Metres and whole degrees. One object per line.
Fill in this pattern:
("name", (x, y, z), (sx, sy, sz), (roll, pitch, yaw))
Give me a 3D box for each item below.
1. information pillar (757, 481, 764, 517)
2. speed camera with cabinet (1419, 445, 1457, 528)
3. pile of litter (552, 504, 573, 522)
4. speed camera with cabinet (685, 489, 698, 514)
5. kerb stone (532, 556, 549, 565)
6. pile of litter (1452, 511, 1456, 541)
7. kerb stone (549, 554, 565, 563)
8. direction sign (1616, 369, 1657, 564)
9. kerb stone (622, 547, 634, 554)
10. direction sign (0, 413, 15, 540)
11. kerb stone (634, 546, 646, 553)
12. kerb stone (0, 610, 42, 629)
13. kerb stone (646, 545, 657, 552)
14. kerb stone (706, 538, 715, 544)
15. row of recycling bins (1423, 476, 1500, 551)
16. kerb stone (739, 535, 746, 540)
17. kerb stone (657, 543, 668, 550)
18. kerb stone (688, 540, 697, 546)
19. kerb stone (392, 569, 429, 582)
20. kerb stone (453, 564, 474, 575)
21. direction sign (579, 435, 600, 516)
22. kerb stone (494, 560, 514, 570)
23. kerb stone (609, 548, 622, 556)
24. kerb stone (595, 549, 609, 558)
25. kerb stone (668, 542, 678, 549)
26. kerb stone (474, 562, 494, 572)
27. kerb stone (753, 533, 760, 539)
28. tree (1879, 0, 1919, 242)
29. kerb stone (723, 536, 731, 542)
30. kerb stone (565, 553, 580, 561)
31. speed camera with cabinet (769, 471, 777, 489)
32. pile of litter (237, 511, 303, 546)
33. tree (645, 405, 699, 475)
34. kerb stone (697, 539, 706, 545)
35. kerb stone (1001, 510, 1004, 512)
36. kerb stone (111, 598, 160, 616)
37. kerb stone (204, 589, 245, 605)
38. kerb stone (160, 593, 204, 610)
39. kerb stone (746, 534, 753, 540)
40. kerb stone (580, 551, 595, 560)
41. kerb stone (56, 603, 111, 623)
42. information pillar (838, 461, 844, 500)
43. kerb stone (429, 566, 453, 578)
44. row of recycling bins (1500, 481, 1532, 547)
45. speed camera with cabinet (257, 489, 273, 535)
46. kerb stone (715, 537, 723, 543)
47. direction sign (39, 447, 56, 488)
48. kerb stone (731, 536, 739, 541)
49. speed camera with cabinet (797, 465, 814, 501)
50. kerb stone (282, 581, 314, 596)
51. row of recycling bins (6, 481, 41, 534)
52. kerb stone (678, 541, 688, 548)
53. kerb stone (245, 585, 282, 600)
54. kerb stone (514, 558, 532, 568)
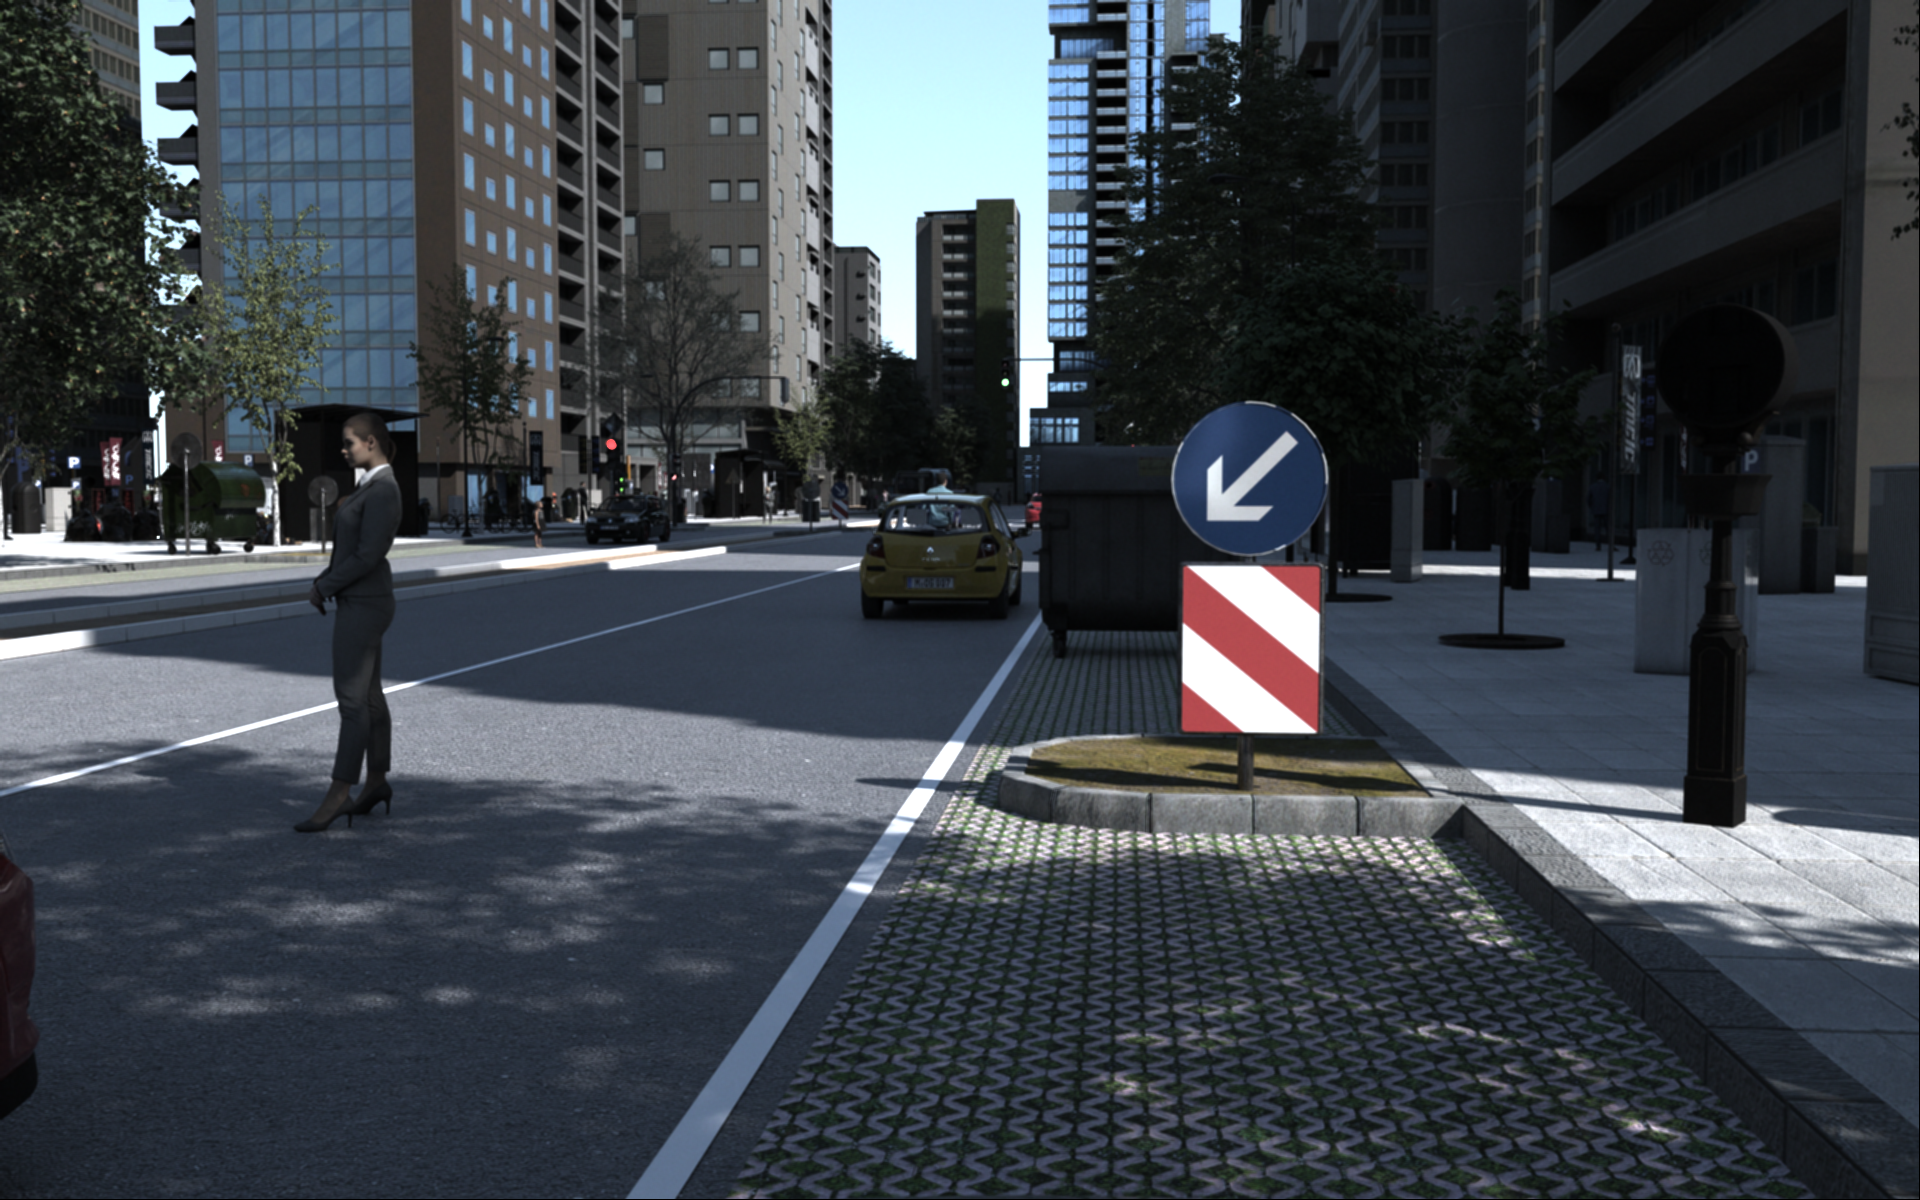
("information pillar", (-11.275, -5.717, 97.968), (0.304, 2.012, 0.304), (2, 4, 32))
("speed camera with cabinet", (17.655, -4.266, 64.086), (2.038, 3.252, 0.660), (1, 4, 11))
("pile of litter", (-18.341, -3.995, 79.283), (1.176, 0.858, 1.719), (-1, 4, -22))
("speed camera with cabinet", (-17.487, -7.193, 111.937), (0.660, 3.252, 2.038), (-3, 4, -37))
("kerb stone", (-8.558, -0.776, 34.922), (0.120, 0.150, 1.000), (0, 4, 5))
("pile of litter", (13.871, -2.070, 47.804), (1.719, 0.858, 1.176), (1, 4, 17))
("kerb stone", (-8.462, -0.839, 35.939), (0.120, 0.150, 1.000), (0, 4, 5))
("direction sign", (12.297, -2.426, 31.660), (0.379, 3.537, 0.876), (-3, 4, -36))
("kerb stone", (-7.983, -1.151, 41.037), (0.120, 0.150, 1.000), (0, 4, 5))
("direction sign", (-26.640, -3.441, 48.257), (0.876, 3.537, 0.379), (1, 4, 20))
("kerb stone", (-7.887, -1.214, 42.055), (0.120, 0.150, 1.000), (0, 4, 5))
("kerb stone", (-10.102, 0.220, 18.598), (0.120, 0.150, 1.000), (0, 4, 5))
("kerb stone", (-7.789, -1.277, 43.079), (0.120, 0.150, 1.000), (0, 4, 5))
("kerb stone", (-7.211, -1.652, 49.211), (0.120, 0.150, 1.000), (0, 4, 5))
("row of recycling bins", (10.420, -2.000, 39.811), (3.534, 1.692, 1.069), (2, 4, 27))
("kerb stone", (-6.827, -1.899, 53.292), (0.120, 0.150, 1.000), (0, 4, 5))
("kerb stone", (-7.697, -1.333, 44.106), (0.120, 0.150, 1.000), (0, 4, 5))
("kerb stone", (-7.412, -1.522, 47.175), (0.120, 0.150, 1.000), (0, 4, 5))
("kerb stone", (-9.132, -0.404, 28.808), (0.120, 0.150, 1.000), (0, 4, 5))
("kerb stone", (-8.944, -0.526, 30.845), (0.120, 0.150, 1.000), (0, 4, 5))
("direction sign", (-14.342, -4.592, 67.069), (0.876, 3.537, 0.379), (-3, 5, -40))
("kerb stone", (-8.754, -0.654, 32.887), (0.120, 0.150, 1.000), (0, 4, 5))
("kerb stone", (-8.083, -1.090, 40.019), (0.120, 0.150, 1.000), (0, 4, 5))
("kerb stone", (-8.176, -1.028, 39.002), (0.120, 0.150, 1.000), (0, 4, 5))
("kerb stone", (-7.600, -1.399, 45.138), (0.120, 0.150, 1.000), (0, 4, 5))
("kerb stone", (-8.851, -0.588, 31.863), (0.120, 0.150, 1.000), (0, 4, 5))
("kerb stone", (-6.642, -2.028, 55.348), (0.120, 0.150, 1.000), (0, 4, 5))
("tree", (13.507, -4.366, 21.739), (4.360, 8.622, 3.978), (0, 3, 0))
("kerb stone", (-7.033, -1.777, 51.251), (0.120, 0.150, 1.000), (0, 4, 5))
("kerb stone", (-8.370, -0.903, 36.963), (0.120, 0.150, 1.000), (0, 4, 5))
("speed camera with cabinet", (-14.793, -8.590, 134.780), (0.660, 3.252, 2.038), (-1, 4, -21))
("pile of litter", (-17.338, -1.809, 43.544), (1.719, 0.858, 1.176), (2, 4, 32))
("tree", (-23.398, -11.671, 141.188), (4.360, 8.622, 3.978), (0, 3, 0))
("kerb stone", (-7.320, -1.587, 48.193), (0.120, 0.150, 1.000), (0, 4, 5))
("kerb stone", (3.467, -7.225, 140.372), (0.120, 0.150, 1.000), (0, 4, 5))
("kerb stone", (-9.906, 0.098, 20.645), (0.120, 0.150, 1.000), (0, 4, 5))
("kerb stone", (-9.710, -0.030, 22.684), (0.120, 0.150, 1.000), (0, 4, 5))
("kerb stone", (-9.809, 0.033, 21.664), (0.120, 0.150, 1.000), (0, 4, 5))
("kerb stone", (-6.728, -1.964, 54.314), (0.120, 0.150, 1.000), (0, 4, 5))
("kerb stone", (-8.277, -0.966, 37.984), (0.120, 0.150, 1.000), (0, 4, 5))
("kerb stone", (-10.001, 0.159, 19.620), (0.120, 0.150, 1.000), (0, 4, 5))
("information pillar", (-8.308, -7.901, 120.537), (0.504, 3.616, 0.183), (2, 4, 28))
("kerb stone", (-9.035, -0.464, 29.827), (0.120, 0.150, 1.000), (0, 4, 5))
("row of recycling bins", (13.834, -2.245, 43.816), (1.069, 1.692, 3.534), (0, 4, 0))
("speed camera with cabinet", (-21.427, -3.679, 54.485), (0.660, 3.252, 2.038), (1, 4, 10))
("kerb stone", (-7.121, -1.713, 50.231), (0.120, 0.150, 1.000), (0, 4, 5))
("direction sign", (-43.641, -5.559, 82.892), (0.876, 3.537, 0.379), (1, 4, 9))
("kerb stone", (-6.929, -1.839, 52.268), (0.120, 0.150, 1.000), (0, 4, 5))
("speed camera with cabinet", (-10.494, -7.541, 117.632), (0.660, 3.252, 2.038), (-2, 4, -24))
("kerb stone", (-9.514, -0.153, 24.738), (0.120, 0.150, 1.000), (0, 4, 5))
("row of recycling bins", (-31.385, -2.951, 55.363), (3.534, 1.692, 1.069), (-2, 4, -30))
("kerb stone", (-7.509, -1.466, 46.158), (0.120, 0.150, 1.000), (0, 4, 5))
("kerb stone", (-9.618, -0.093, 23.715), (0.120, 0.150, 1.000), (0, 4, 5))
("kerb stone", (-8.658, -0.716, 33.905), (0.120, 0.150, 1.000), (0, 4, 5))
